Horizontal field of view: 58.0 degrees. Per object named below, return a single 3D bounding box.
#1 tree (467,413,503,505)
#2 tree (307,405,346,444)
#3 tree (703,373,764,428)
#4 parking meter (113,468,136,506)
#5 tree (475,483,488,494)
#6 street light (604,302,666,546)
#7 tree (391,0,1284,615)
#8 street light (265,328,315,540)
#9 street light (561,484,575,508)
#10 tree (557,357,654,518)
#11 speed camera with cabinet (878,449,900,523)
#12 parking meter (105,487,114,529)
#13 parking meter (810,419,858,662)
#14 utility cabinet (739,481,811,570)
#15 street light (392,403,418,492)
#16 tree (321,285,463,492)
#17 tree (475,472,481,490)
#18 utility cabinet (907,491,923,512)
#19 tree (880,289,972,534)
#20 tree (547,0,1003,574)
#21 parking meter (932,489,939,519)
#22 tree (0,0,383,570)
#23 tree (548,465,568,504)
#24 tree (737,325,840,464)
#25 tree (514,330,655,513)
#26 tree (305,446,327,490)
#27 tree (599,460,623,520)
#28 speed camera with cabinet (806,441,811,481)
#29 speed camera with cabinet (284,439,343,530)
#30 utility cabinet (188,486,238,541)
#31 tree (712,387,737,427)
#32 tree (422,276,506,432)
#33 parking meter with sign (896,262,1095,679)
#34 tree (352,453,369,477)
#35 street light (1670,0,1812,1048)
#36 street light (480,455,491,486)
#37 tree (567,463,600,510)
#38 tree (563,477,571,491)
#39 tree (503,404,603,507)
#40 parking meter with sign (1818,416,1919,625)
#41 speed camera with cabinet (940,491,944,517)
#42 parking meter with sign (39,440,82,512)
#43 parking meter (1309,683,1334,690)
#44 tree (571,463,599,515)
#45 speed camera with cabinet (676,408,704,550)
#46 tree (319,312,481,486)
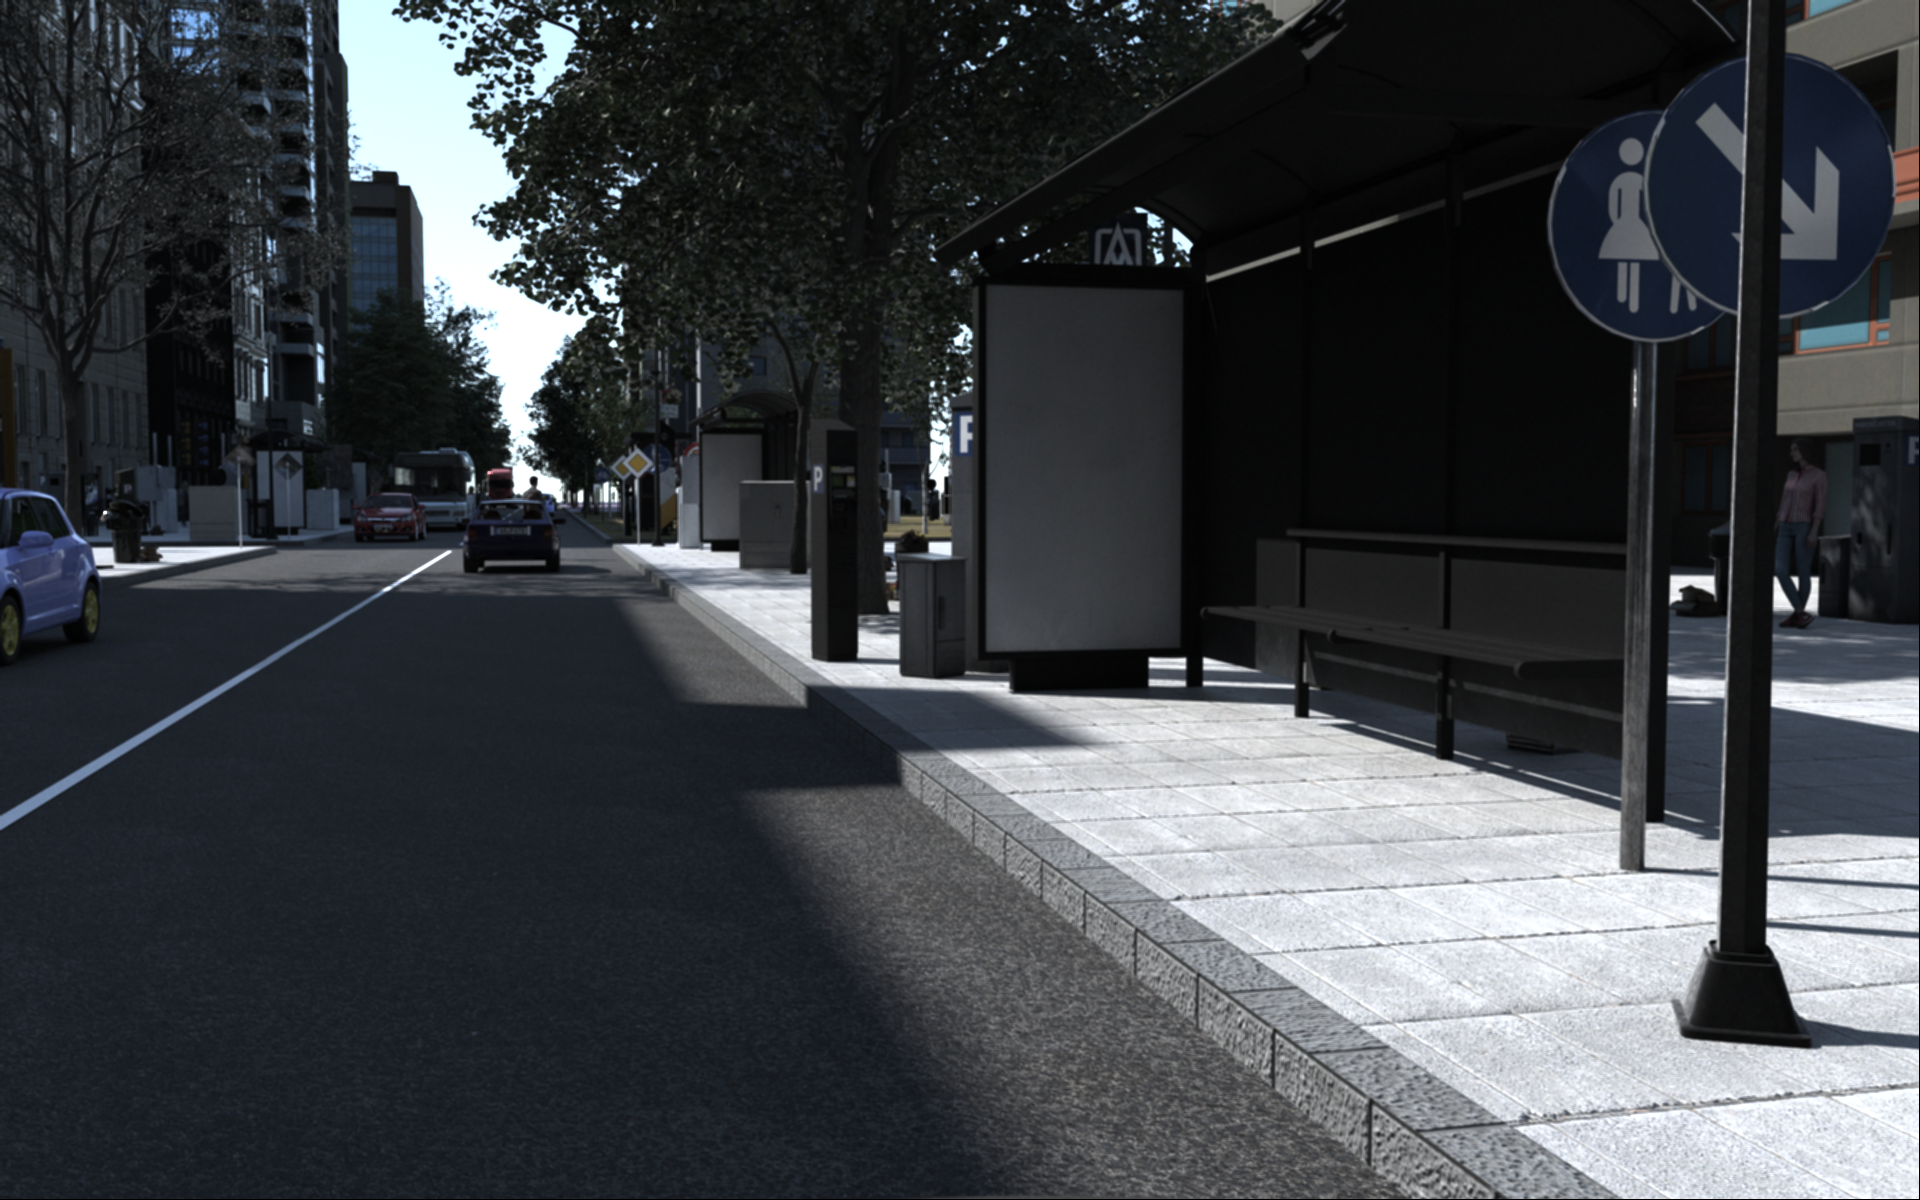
[{"bbox_3d":[-59.458,-17.512,212.073,9.928,11.665,9.643,0,3,0],"label":"tree"},{"bbox_3d":[-42.037,-10.250,117.944,4.737,8.622,4.395,0,3,0],"label":"tree"},{"bbox_3d":[-13.006,-9.229,101.250,4.737,8.622,4.395,0,3,0],"label":"tree"},{"bbox_3d":[-18.802,-2.036,38.993,0.255,1.863,0.399,3,4,36],"label":"parking meter"},{"bbox_3d":[-69.412,-15.800,252.925,1.663,3.219,1.824,0,3,0],"label":"tree"},{"bbox_3d":[-7.943,-4.263,42.244,1.470,5.913,1.316,-1,4,-13],"label":"street light"},{"bbox_3d":[-1.001,-6.830,18.332,9.857,13.997,8.962,0,3,0],"label":"tree"},{"bbox_3d":[-18.752,-4.647,48.518,1.470,5.913,1.316,-1,4,-13],"label":"street light"},{"bbox_3d":[-35.998,-11.390,158.762,1.470,5.913,1.316,-1,4,-13],"label":"street light"},{"bbox_3d":[-18.189,-8.598,90.947,4.737,8.622,4.395,0,3,0],"label":"tree"},{"bbox_3d":[-3.209,-5.042,76.773,0.660,3.252,2.038,1,4,14],"label":"speed camera with cabinet"},{"bbox_3d":[-31.020,-3.358,63.315,0.372,1.533,0.369,0,3,0],"label":"parking meter"},{"bbox_3d":[-0.967,-0.466,13.328,0.255,1.863,0.399,-2,4,-28],"label":"parking meter"},{"bbox_3d":[-3.109,-1.251,29.128,1.173,1.500,0.318,1,4,12],"label":"utility cabinet"},{"bbox_3d":[-28.286,-7.072,88.160,1.470,5.913,1.316,-1,4,-13],"label":"street light"},{"bbox_3d":[-30.533,-10.772,94.251,7.486,12.596,7.792,0,3,0],"label":"tree"},{"bbox_3d":[-48.628,-11.449,170.908,4.285,4.588,4.351,0,3,0],"label":"tree"},{"bbox_3d":[-3.135,-6.916,121.756,1.173,1.500,0.318,1,4,17],"label":"utility cabinet"},{"bbox_3d":[-1.053,-6.414,55.226,4.360,8.622,3.978,0,3,0],"label":"tree"},{"bbox_3d":[-2.653,-5.680,27.276,8.767,10.594,7.601,0,4,4],"label":"tree"},{"bbox_3d":[-1.240,-4.851,87.717,0.372,1.533,0.369,0,3,0],"label":"parking meter"},{"bbox_3d":[-15.109,-7.268,29.204,12.009,13.543,11.850,0,3,0],"label":"tree"},{"bbox_3d":[-49.438,-16.307,216.980,4.360,8.622,3.978,0,3,0],"label":"tree"},{"bbox_3d":[-6.973,-7.621,74.963,4.360,8.622,3.978,0,3,0],"label":"tree"},{"bbox_3d":[-25.738,-12.360,119.094,9.611,12.733,9.660,0,3,0],"label":"tree"},{"bbox_3d":[-24.750,-4.345,65.639,1.663,3.219,1.824,0,3,0],"label":"tree"},{"bbox_3d":[-16.544,-5.565,85.590,1.663,3.219,1.824,0,3,0],"label":"tree"},{"bbox_3d":[-5.337,-3.590,53.026,2.038,3.252,0.660,-1,4,-14],"label":"speed camera with cabinet"},{"bbox_3d":[-23.139,-4.103,61.427,2.038,3.252,0.660,0,4,2],"label":"speed camera with cabinet"},{"bbox_3d":[-20.406,-2.364,47.333,1.173,1.500,0.318,-1,4,-16],"label":"utility cabinet"},{"bbox_3d":[-14.254,-9.863,111.625,4.360,8.622,3.978,0,3,0],"label":"tree"},{"bbox_3d":[-46.423,-18.175,153.044,12.611,20.169,13.585,0,3,0],"label":"tree"},{"bbox_3d":[0.267,-1.002,12.642,0.543,3.016,1.738,3,5,40],"label":"parking meter with sign"},{"bbox_3d":[-28.354,-5.300,81.264,1.663,3.219,1.824,0,3,0],"label":"tree"},{"bbox_3d":[1.348,-1.916,3.874,1.470,5.913,1.316,-1,4,-13],"label":"street light"},{"bbox_3d":[-56.153,-14.212,204.913,1.470,5.913,1.316,-1,4,-13],"label":"street light"},{"bbox_3d":[-30.781,-9.728,142.772,4.285,4.588,4.351,0,3,0],"label":"tree"},{"bbox_3d":[-36.900,-10.483,166.002,1.663,3.219,1.824,0,3,0],"label":"tree"},{"bbox_3d":[-41.676,-15.936,186.314,9.928,11.665,9.643,0,3,0],"label":"tree"},{"bbox_3d":[9.319,-1.286,17.287,0.543,3.016,1.738,-1,4,-12],"label":"parking meter with sign"},{"bbox_3d":[-0.218,-6.148,94.862,0.660,3.252,2.038,-3,5,-43],"label":"speed camera with cabinet"},{"bbox_3d":[-29.107,-3.626,55.545,0.543,3.016,1.738,2,4,32],"label":"parking meter with sign"},{"bbox_3d":[2.482,-0.349,11.419,0.399,1.863,0.255,-1,4,-20],"label":"parking meter"},{"bbox_3d":[-23.024,-6.982,108.760,1.663,3.219,1.824,0,3,0],"label":"tree"},{"bbox_3d":[-6.294,-2.820,40.440,0.660,3.252,2.038,-1,4,-13],"label":"speed camera with cabinet"},{"bbox_3d":[-34.502,-11.622,107.022,9.611,12.733,9.660,0,3,0],"label":"tree"}]
